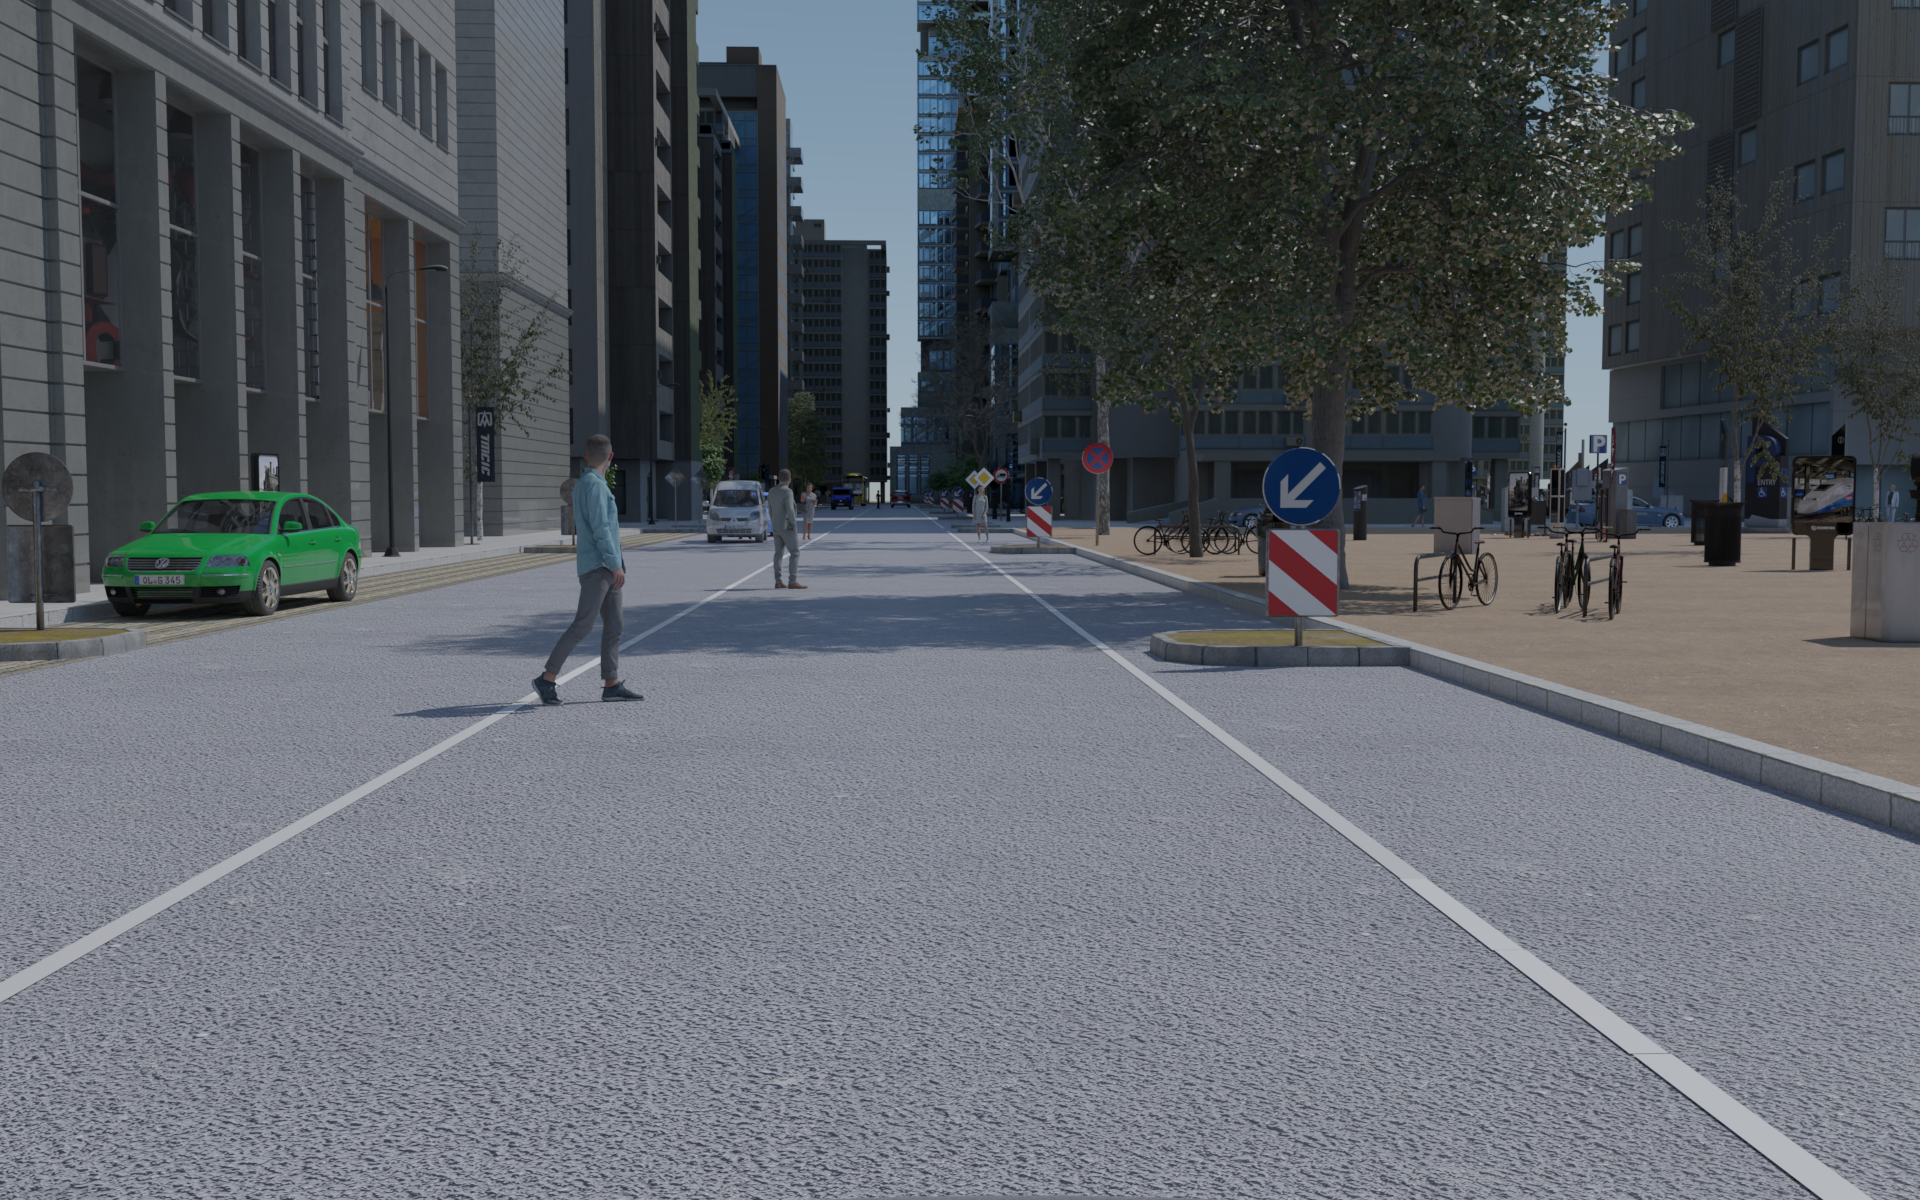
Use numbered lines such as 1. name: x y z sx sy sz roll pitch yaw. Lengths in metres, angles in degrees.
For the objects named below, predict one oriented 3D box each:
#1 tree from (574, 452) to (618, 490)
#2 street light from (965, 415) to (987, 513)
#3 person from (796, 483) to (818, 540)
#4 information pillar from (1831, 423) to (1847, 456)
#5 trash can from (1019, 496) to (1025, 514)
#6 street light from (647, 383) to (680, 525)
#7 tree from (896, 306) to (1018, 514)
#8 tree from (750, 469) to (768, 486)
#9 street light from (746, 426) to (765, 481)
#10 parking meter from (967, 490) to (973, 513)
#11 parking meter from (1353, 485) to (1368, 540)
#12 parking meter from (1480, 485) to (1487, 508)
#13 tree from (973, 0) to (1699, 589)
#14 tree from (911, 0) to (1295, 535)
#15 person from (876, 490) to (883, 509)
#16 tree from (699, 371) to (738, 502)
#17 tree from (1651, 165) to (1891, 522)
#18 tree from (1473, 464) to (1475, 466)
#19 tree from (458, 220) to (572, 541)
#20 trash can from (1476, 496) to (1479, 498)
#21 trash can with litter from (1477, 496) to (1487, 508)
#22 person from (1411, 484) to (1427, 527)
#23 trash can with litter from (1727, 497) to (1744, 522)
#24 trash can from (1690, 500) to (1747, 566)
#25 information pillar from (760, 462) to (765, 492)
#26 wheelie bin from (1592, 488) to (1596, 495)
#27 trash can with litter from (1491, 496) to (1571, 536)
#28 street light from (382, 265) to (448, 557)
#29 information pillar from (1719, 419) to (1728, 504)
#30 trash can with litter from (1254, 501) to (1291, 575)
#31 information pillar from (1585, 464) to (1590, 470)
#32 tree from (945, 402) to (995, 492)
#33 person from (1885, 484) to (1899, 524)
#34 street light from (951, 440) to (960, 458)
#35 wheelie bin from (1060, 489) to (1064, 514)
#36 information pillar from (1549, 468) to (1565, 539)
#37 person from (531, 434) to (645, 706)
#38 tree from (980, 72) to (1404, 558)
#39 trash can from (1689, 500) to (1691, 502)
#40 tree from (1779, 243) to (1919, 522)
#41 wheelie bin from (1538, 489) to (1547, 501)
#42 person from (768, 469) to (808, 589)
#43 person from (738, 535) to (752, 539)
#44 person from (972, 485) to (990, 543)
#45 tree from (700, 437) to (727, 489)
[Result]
1. tree: -13.846 -4.356 65.818 1.663 3.219 1.824 0 3 0
2. street light: 0.974 -7.925 102.112 1.470 5.913 1.316 0 4 -2
3. person: -4.813 -2.784 54.380 0.716 1.782 0.532 -2 4 -23
4. information pillar: 29.102 -4.038 57.380 0.183 3.616 0.504 -2 4 -31
5. trash can: 4.177 -6.172 112.567 0.748 1.137 0.748 0 3 0
6. street light: -12.436 -6.128 72.734 1.470 5.913 1.316 0 4 -2
7. tree: 1.365 -12.360 112.454 12.009 13.543 11.850 0 3 0
8. tree: -15.702 -8.425 132.344 1.663 3.219 1.824 0 3 0
9. street light: -14.036 -8.932 118.583 1.470 5.913 1.316 0 4 -2
10. parking meter: 0.758 -7.564 132.075 0.372 1.533 0.369 0 3 0
11. parking meter: 11.099 -2.422 48.019 0.372 1.533 0.369 0 3 0
12. parking meter: 34.077 -6.548 112.778 0.399 1.863 0.255 3 5 43
13. tree: 5.055 -7.129 23.222 9.857 13.997 8.962 0 3 0
14. tree: 4.508 -12.001 52.109 12.611 20.169 13.585 0 3 0
15. person: -7.921 -9.803 168.718 0.705 1.831 1.348 -2 4 -31
16. tree: -14.828 -9.260 101.761 4.737 8.622 4.395 0 3 0
17. tree: 17.915 -5.432 39.170 4.360 8.622 3.978 0 3 0
18. tree: 31.415 -7.799 111.231 4.285 4.588 4.351 0 3 0
19. tree: -13.090 -5.956 47.743 4.360 8.622 3.978 0 3 0
20. trash can: 39.618 -7.527 134.715 0.748 1.137 0.748 0 3 0
21. trash can with litter: 32.699 -5.956 108.767 0.624 1.170 1.055 2 4 29
22. person: 18.405 -3.718 69.318 0.654 1.822 0.581 1 4 14
23. trash can with litter: 35.737 -4.172 79.602 1.055 1.170 0.624 2 4 28
24. trash can: 13.632 -1.180 30.945 0.748 1.137 0.748 0 3 0
25. information pillar: -14.563 -8.355 127.959 0.183 3.616 0.504 2 4 28
26. wheelie bin: 33.148 -5.101 91.301 0.980 1.594 0.693 -1 4 -12
27. trash can with litter: 17.441 -2.578 53.203 1.678 1.210 2.233 -3 5 -42
28. street light: -11.086 -3.837 35.275 1.470 5.913 1.316 0 4 -2
29. information pillar: 23.877 -3.842 54.170 0.183 3.616 0.504 0 4 7
30. trash can with litter: 5.150 -0.964 27.150 1.055 1.170 0.624 0 4 7
31. information pillar: 49.232 -8.857 136.165 0.504 3.616 0.183 2 4 27
32. tree: 1.152 -11.436 137.338 4.360 8.622 3.978 0 3 0
33. person: 38.882 -3.909 72.289 0.514 1.842 0.818 2 4 28
34. street light: -0.589 -10.729 147.962 1.470 5.913 1.316 0 4 -2
35. wheelie bin: 6.673 -6.414 112.769 0.980 1.594 0.693 3 5 44
36. information pillar: 17.164 -2.769 49.763 0.304 2.012 0.304 -3 5 -39
37. person: -2.553 -0.215 11.882 0.748 1.841 0.638 0 4 -7
38. tree: 4.785 -6.163 35.170 8.767 10.594 7.601 0 4 -6
39. trash can: 18.652 -1.942 43.411 0.748 1.137 0.748 0 3 0
40. tree: 27.811 -6.222 52.098 4.360 8.622 3.978 0 3 0
41. wheelie bin: 36.026 -6.102 107.674 0.693 1.594 0.980 -1 4 -18
42. person: -2.660 -1.079 26.243 0.635 1.810 0.391 3 4 39
43. person: -6.791 -2.842 54.883 0.656 1.842 0.836 -2 4 -26
44. person: 0.613 -2.546 51.134 0.512 1.701 0.522 0 4 -2
45. tree: -14.479 -6.828 95.355 4.285 4.588 4.351 0 3 0
